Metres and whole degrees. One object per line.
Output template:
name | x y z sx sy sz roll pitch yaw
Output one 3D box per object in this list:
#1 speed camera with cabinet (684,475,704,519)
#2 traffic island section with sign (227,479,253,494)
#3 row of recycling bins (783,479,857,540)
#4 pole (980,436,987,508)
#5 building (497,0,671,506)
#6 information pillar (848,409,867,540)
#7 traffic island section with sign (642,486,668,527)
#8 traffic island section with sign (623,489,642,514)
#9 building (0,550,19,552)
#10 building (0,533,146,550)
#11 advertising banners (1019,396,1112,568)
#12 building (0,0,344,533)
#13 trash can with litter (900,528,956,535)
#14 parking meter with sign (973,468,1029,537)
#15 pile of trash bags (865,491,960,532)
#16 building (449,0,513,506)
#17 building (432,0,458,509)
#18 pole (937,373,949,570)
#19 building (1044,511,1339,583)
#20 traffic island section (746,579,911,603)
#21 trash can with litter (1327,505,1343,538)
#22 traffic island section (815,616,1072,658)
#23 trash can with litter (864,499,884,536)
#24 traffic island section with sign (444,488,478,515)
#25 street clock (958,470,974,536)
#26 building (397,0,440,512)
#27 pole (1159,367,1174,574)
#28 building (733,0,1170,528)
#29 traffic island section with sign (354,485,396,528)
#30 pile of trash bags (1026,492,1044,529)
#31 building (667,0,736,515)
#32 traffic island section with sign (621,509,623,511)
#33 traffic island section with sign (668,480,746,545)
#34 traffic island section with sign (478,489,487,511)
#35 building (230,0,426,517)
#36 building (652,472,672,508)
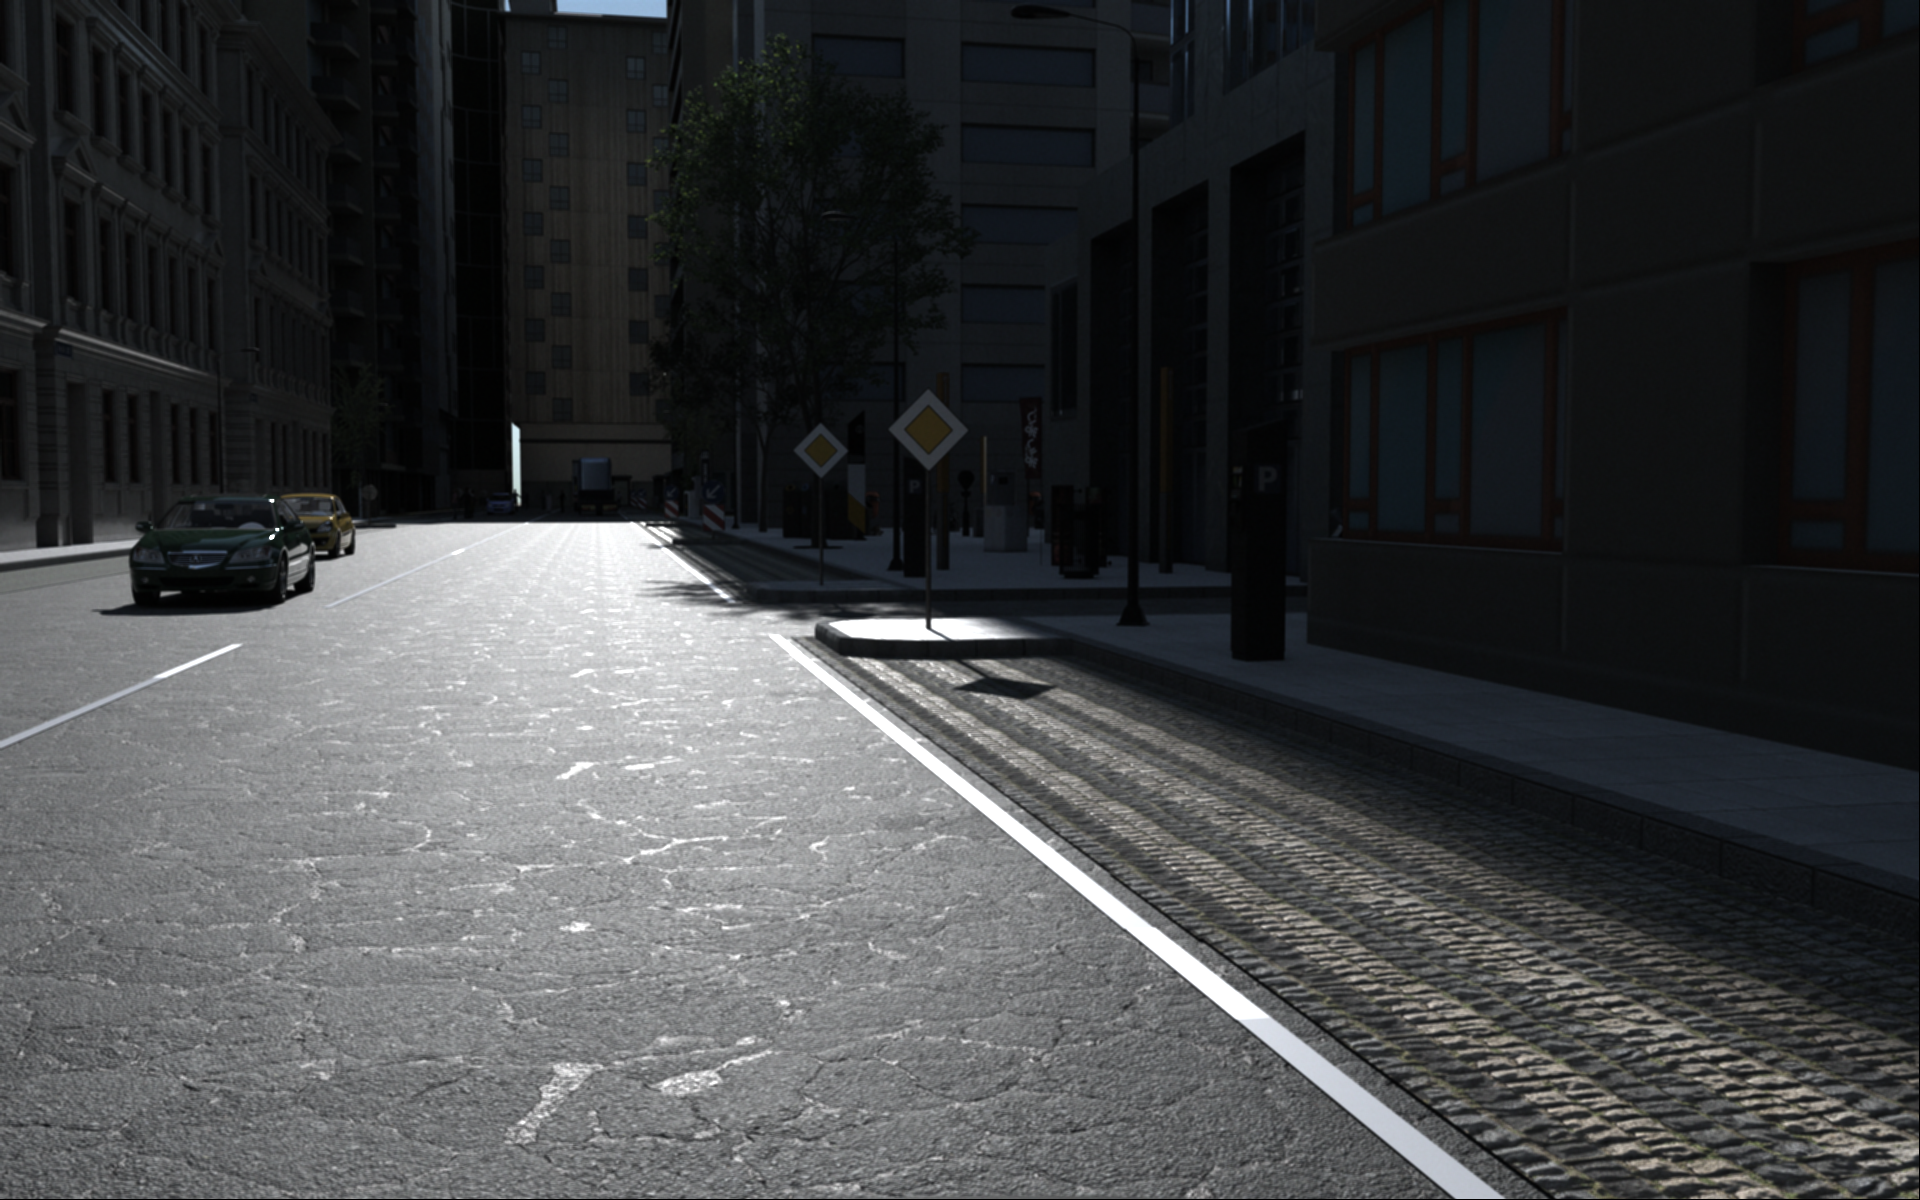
speed camera with cabinet | -13.501 -5.733 88.068 0.660 3.252 2.038 -2 4 -24
traffic island section with sign | -19.306 -2.309 46.382 1.989 1.847 2.006 -1 4 -12
row of recycling bins | -3.990 -2.618 49.920 1.069 1.692 3.534 -2 4 -35
pole | 0.829 -4.119 61.183 0.158 3.312 0.155 0 3 0
building | -36.144 -36.904 192.618 27.495 52.752 28.713 -1 4 -12
information pillar | -2.846 -3.456 47.858 0.504 3.616 0.183 -1 4 -15
traffic island section with sign | -12.857 -4.141 76.327 1.989 1.847 2.006 -1 4 -12
traffic island section with sign | -22.927 -7.071 124.233 1.989 1.847 2.006 -1 4 -12
building | -24.491 -11.818 29.389 11.583 22.565 21.152 -1 4 -12
building | -28.839 -13.082 50.050 11.583 22.565 21.152 -1 4 -12
advertising banners | 1.845 -2.115 30.767 2.074 3.025 0.090 3 5 42
building | -32.846 -14.385 71.356 11.583 22.565 21.152 -1 4 -12
trash can with litter | -1.145 -2.689 55.017 1.678 1.210 2.233 -1 4 -14
parking meter with sign | 1.263 -3.386 51.622 1.738 3.016 0.543 -1 4 -19
pile of trash bags | -1.663 -3.055 59.704 3.447 1.369 1.912 0 4 6
building | -58.863 -45.564 183.222 20.611 71.187 20.563 -1 4 -12
building | -58.760 -34.401 151.693 27.495 52.752 28.713 -1 4 -12
pole | -0.289 -2.166 29.252 0.158 3.312 0.155 0 3 0
building | 18.026 -44.220 35.664 31.000 86.520 22.319 -1 4 -12
traffic island section | -1.925 -0.125 24.327 2.009 0.180 2.903 -1 4 -12
trash can with litter | 4.173 -0.366 17.371 0.624 1.170 1.055 -2 4 -27
traffic island section | -0.282 0.353 16.512 2.009 0.180 2.903 -1 4 -12
trash can with litter | -2.854 -2.554 53.150 0.624 1.170 1.055 2 4 35
traffic island section with sign | -35.074 -6.895 121.365 1.989 1.847 2.006 -1 4 -12
street clock | 0.181 -2.942 52.676 0.471 2.002 0.358 -1 4 -13
building | -46.762 -29.266 128.614 14.600 45.320 14.200 -1 4 -12
pole | 3.334 -2.086 27.953 0.158 3.312 0.155 0 3 0
building | 0.220 -32.820 78.600 21.231 58.520 28.212 -1 4 -12
traffic island section with sign | -24.969 -3.955 73.299 1.989 1.847 2.006 -1 4 -12
pile of trash bags | 3.461 -3.320 64.034 1.912 1.369 3.447 -2 4 -29
building | -8.447 -30.161 116.830 21.300 48.544 21.600 -1 4 -12
traffic island section with sign | -28.478 -8.684 150.613 1.989 1.847 2.006 -1 4 -12
traffic island section with sign | -7.175 -2.486 49.278 1.989 1.847 2.006 -1 4 -12
traffic island section with sign | -40.660 -8.522 147.956 1.989 1.847 2.006 -1 4 -12
building | -45.401 -27.633 106.422 22.147 44.769 28.867 -1 4 -12
building | -12.804 -28.870 163.913 32.217 40.220 23.993 -1 4 -12
